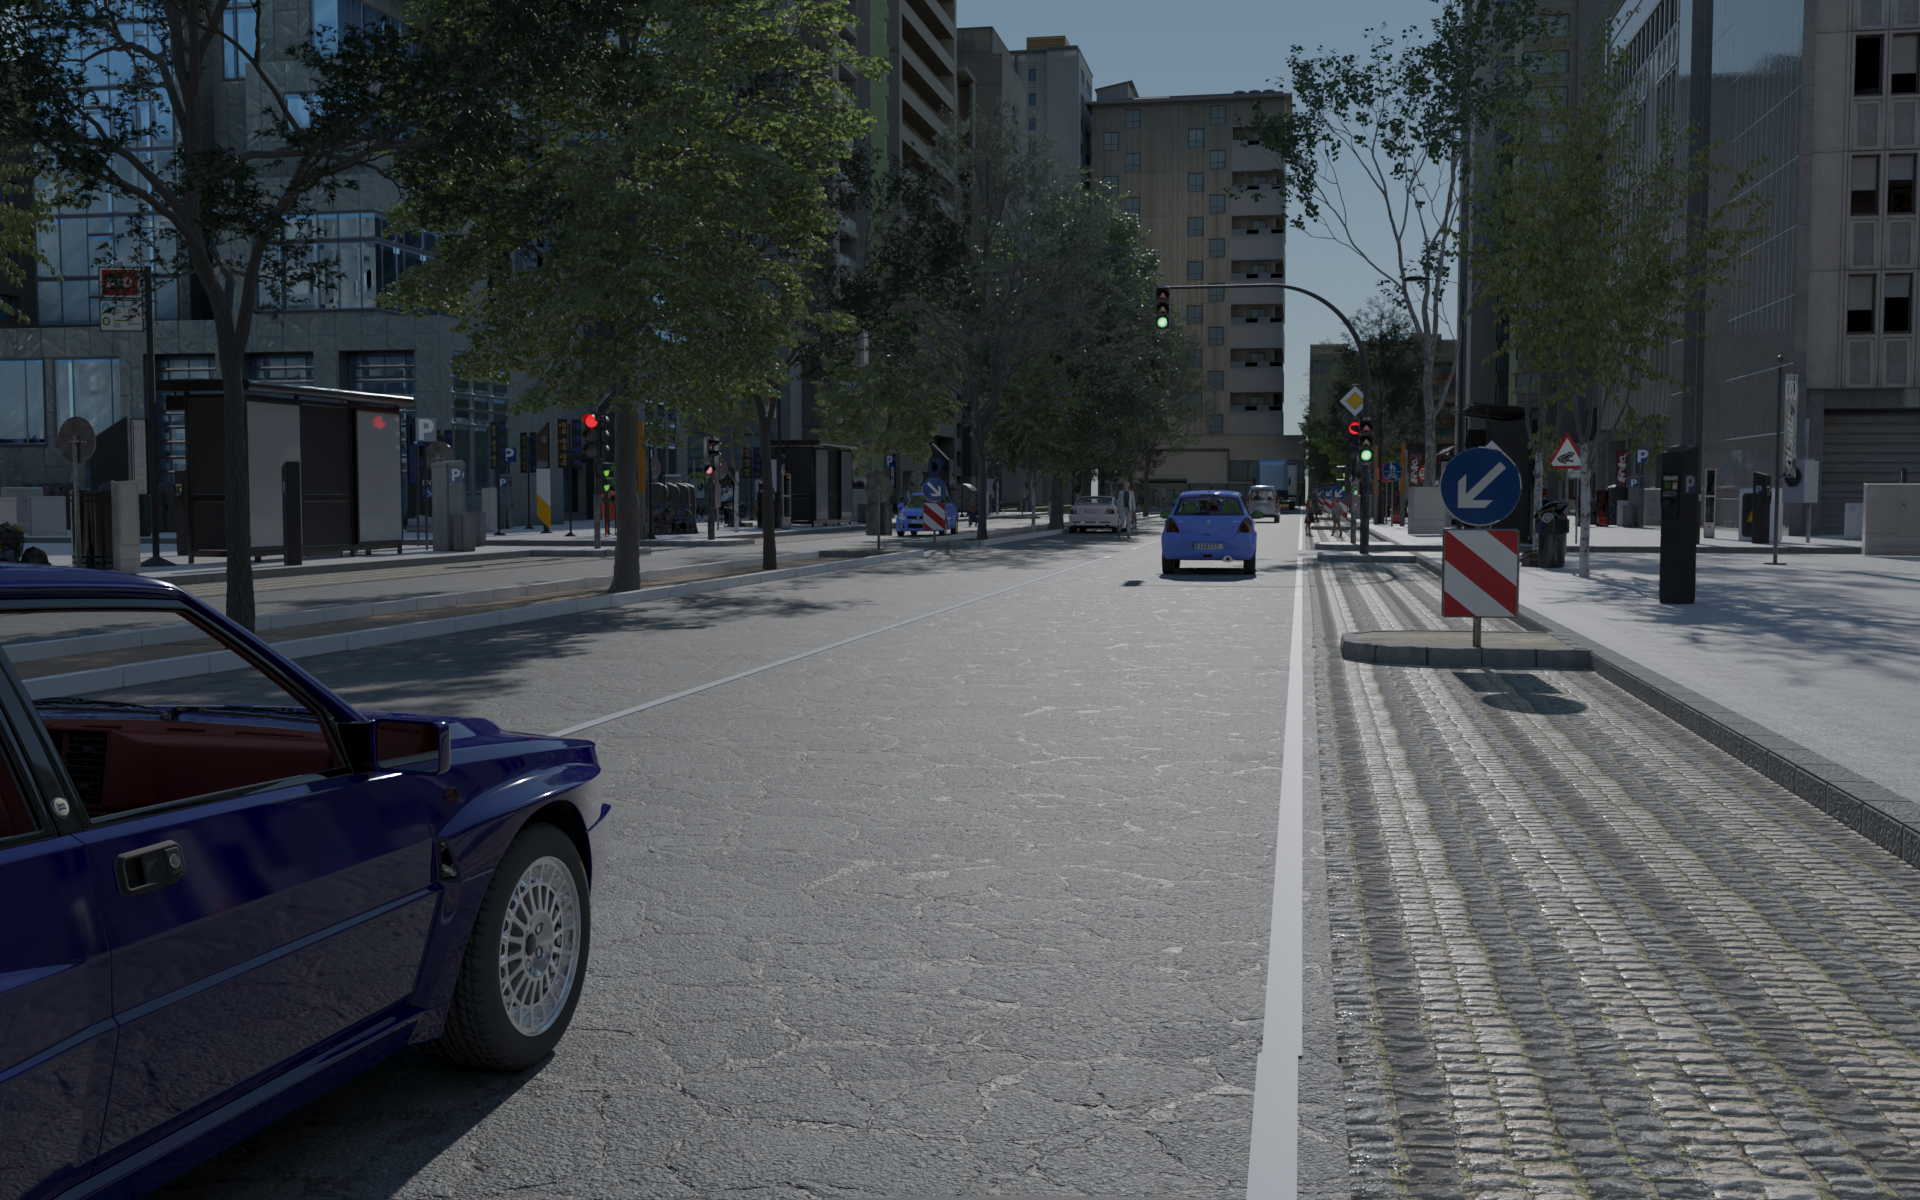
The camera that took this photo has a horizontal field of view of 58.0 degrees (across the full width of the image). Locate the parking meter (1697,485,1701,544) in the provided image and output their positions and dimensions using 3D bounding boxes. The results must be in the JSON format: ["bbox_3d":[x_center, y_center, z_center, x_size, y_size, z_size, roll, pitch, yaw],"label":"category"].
[{"bbox_3d":[18.936,-2.223,44.754,0.372,1.533,0.369,0,3,0],"label":"parking meter"}]

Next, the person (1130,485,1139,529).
[{"bbox_3d":[7.157,-3.869,71.733,0.573,1.828,0.580,0,4,-6],"label":"person"}]

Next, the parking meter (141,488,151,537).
[{"bbox_3d":[-24.482,-2.662,51.931,0.372,1.533,0.369,0,3,0],"label":"parking meter"}]

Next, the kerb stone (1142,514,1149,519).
[{"bbox_3d":[10.263,-4.539,96.410,0.120,0.150,1.000,1,4,11],"label":"kerb stone"}]

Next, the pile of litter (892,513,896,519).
[{"bbox_3d":[-3.875,-4.690,90.643,1.719,0.858,1.176,1,4,11],"label":"pile of litter"}]

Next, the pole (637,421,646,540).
[{"bbox_3d":[-8.882,-3.331,48.313,0.158,3.312,0.155,0,3,0],"label":"pole"}]

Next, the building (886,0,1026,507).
[{"bbox_3d":[-5.254,-33.992,179.475,21.600,48.544,21.300,1,4,11],"label":"building"}]

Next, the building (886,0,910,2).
[{"bbox_3d":[-12.771,-31.406,137.193,21.300,48.544,21.600,1,4,11],"label":"building"}]

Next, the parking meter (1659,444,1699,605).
[{"bbox_3d":[8.392,-0.888,20.228,0.399,1.863,0.255,-2,4,-32],"label":"parking meter"}]

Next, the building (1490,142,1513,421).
[{"bbox_3d":[51.163,-22.749,143.643,14.160,30.474,14.107,1,4,11],"label":"building"}]

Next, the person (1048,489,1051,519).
[{"bbox_3d":[5.234,-5.566,100.045,0.362,1.759,0.519,1,4,15],"label":"person"}]

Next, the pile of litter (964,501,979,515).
[{"bbox_3d":[1.343,-6.404,118.664,1.719,0.858,1.176,0,4,-6],"label":"pile of litter"}]

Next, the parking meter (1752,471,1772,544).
[{"bbox_3d":[20.686,-2.384,44.683,0.255,1.863,0.399,-2,4,-33],"label":"parking meter"}]

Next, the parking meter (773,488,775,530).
[{"bbox_3d":[-6.743,-3.230,61.226,0.372,1.533,0.369,0,3,0],"label":"parking meter"}]

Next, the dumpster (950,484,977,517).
[{"bbox_3d":[0.196,-5.639,97.953,1.264,1.857,1.865,1,4,11],"label":"dumpster"}]

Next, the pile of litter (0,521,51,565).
[{"bbox_3d":[-15.178,-0.821,27.388,1.719,0.858,1.176,-2,4,-35],"label":"pile of litter"}]

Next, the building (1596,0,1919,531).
[{"bbox_3d":[35.945,-15.751,75.555,12.078,24.808,19.932,1,4,11],"label":"building"}]

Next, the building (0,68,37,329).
[{"bbox_3d":[-55.314,-14.450,81.294,28.899,21.520,27.650,1,4,11],"label":"building"}]

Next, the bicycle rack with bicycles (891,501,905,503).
[{"bbox_3d":[-3.391,-4.461,86.320,2.852,0.926,2.925,0,4,-4],"label":"bicycle rack with bicycles"}]

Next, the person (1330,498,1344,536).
[{"bbox_3d":[12.769,-2.802,58.583,0.475,1.303,0.640,3,5,40],"label":"person"}]

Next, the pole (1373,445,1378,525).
[{"bbox_3d":[17.402,-4.811,72.499,0.158,3.312,0.155,0,3,0],"label":"pole"}]

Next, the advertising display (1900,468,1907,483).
[{"bbox_3d":[23.712,-2.346,43.566,0.123,1.923,0.974,2,4,26],"label":"advertising display"}]

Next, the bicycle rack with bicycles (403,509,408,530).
[{"bbox_3d":[-20.925,-2.922,61.149,2.925,0.926,2.852,1,4,20],"label":"bicycle rack with bicycles"}]

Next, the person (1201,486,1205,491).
[{"bbox_3d":[12.483,-4.907,88.502,0.659,1.850,0.755,0,4,-8],"label":"person"}]

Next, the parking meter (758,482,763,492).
[{"bbox_3d":[-9.704,-4.866,85.277,0.399,1.863,0.255,1,4,8],"label":"parking meter"}]

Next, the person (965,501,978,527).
[{"bbox_3d":[0.670,-3.766,75.575,1.012,1.151,0.738,0,4,-7],"label":"person"}]

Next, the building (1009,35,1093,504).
[{"bbox_3d":[3.005,-41.991,228.558,28.212,58.520,21.231,1,4,11],"label":"building"}]

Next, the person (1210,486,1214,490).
[{"bbox_3d":[12.404,-4.712,85.503,0.822,1.834,0.622,-2,4,-33],"label":"person"}]

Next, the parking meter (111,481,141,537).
[{"bbox_3d":[-15.670,-1.470,32.439,0.372,1.533,0.369,0,3,0],"label":"parking meter"}]

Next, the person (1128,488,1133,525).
[{"bbox_3d":[7.403,-4.101,76.230,0.598,1.740,0.731,-2,4,-33],"label":"person"}]

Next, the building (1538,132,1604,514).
[{"bbox_3d":[42.672,-17.181,99.972,14.314,24.678,30.058,1,4,11],"label":"building"}]

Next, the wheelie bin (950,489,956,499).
[{"bbox_3d":[-0.483,-5.895,104.290,0.980,1.594,0.693,-2,4,-31],"label":"wheelie bin"}]

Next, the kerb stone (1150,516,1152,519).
[{"bbox_3d":[10.661,-4.656,98.417,0.120,0.150,1.000,1,4,11],"label":"kerb stone"}]

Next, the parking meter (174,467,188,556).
[{"bbox_3d":[-16.162,-1.863,36.172,0.255,1.863,0.399,2,4,25],"label":"parking meter"}]

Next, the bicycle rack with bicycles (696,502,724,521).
[{"bbox_3d":[-12.292,-4.224,82.451,2.852,0.926,2.925,-2,4,-26],"label":"bicycle rack with bicycles"}]

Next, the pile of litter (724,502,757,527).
[{"bbox_3d":[-8.670,-3.295,67.839,1.176,0.858,1.719,-1,4,-9],"label":"pile of litter"}]

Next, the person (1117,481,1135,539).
[{"bbox_3d":[5.284,-2.875,55.386,0.514,1.842,0.818,-1,4,-19],"label":"person"}]

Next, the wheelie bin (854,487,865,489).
[{"bbox_3d":[-4.658,-4.492,81.346,0.980,1.594,0.693,0,4,3],"label":"wheelie bin"}]

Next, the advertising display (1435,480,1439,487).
[{"bbox_3d":[21.459,-4.451,77.984,0.974,1.923,0.123,1,4,10],"label":"advertising display"}]

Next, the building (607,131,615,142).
[{"bbox_3d":[-26.277,-45.534,182.729,20.611,71.187,20.563,1,4,11],"label":"building"}]

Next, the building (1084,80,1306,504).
[{"bbox_3d":[31.707,-39.051,227.722,27.495,52.752,28.713,1,4,11],"label":"building"}]

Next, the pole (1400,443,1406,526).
[{"bbox_3d":[17.557,-4.576,68.666,0.158,3.312,0.155,0,3,0],"label":"pole"}]

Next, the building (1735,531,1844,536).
[{"bbox_3d":[36.150,-14.553,55.964,19.932,24.808,12.078,1,4,11],"label":"building"}]

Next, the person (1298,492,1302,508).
[{"bbox_3d":[35.181,-10.344,179.085,0.415,1.643,0.593,1,4,18],"label":"person"}]

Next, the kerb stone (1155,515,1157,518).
[{"bbox_3d":[11.263,-4.844,101.429,0.120,0.150,1.000,1,4,11],"label":"kerb stone"}]

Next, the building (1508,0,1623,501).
[{"bbox_3d":[48.370,-27.274,129.521,14.154,41.232,14.086,1,4,11],"label":"building"}]

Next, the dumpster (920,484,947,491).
[{"bbox_3d":[-1.449,-5.127,89.577,1.264,1.857,1.865,1,4,11],"label":"dumpster"}]

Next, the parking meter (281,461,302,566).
[{"bbox_3d":[-12.050,-1.561,31.233,0.255,1.863,0.399,-2,4,-33],"label":"parking meter"}]

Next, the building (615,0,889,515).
[{"bbox_3d":[-12.960,-26.136,110.921,14.154,41.232,14.086,1,4,11],"label":"building"}]

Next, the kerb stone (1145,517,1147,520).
[{"bbox_3d":[10.059,-4.478,95.408,0.120,0.150,1.000,1,4,11],"label":"kerb stone"}]

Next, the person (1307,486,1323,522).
[{"bbox_3d":[17.878,-4.829,87.411,0.822,1.834,0.622,1,4,15],"label":"person"}]

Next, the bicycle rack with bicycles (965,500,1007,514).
[{"bbox_3d":[1.651,-6.109,113.258,2.925,0.926,2.852,-1,4,-16],"label":"bicycle rack with bicycles"}]

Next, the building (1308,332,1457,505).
[{"bbox_3d":[59.460,-23.045,221.821,28.899,21.520,27.650,1,4,11],"label":"building"}]

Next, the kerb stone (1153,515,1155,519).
[{"bbox_3d":[11.060,-4.785,100.424,0.120,0.150,1.000,1,4,11],"label":"kerb stone"}]

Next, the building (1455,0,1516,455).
[{"bbox_3d":[57.995,-38.004,163.360,21.231,58.520,28.212,1,4,11],"label":"building"}]

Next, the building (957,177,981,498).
[{"bbox_3d":[-6.269,-23.421,154.628,14.160,30.474,14.107,1,4,11],"label":"building"}]

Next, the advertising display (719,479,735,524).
[{"bbox_3d":[-9.966,-4.221,74.221,0.974,1.923,0.123,3,5,45],"label":"advertising display"}]

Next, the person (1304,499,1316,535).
[{"bbox_3d":[12.063,-2.844,59.663,0.362,1.253,0.373,-3,4,-36],"label":"person"}]

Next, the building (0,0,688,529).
[{"bbox_3d":[-26.669,-46.773,77.417,22.319,86.520,31.000,1,4,11],"label":"building"}]
